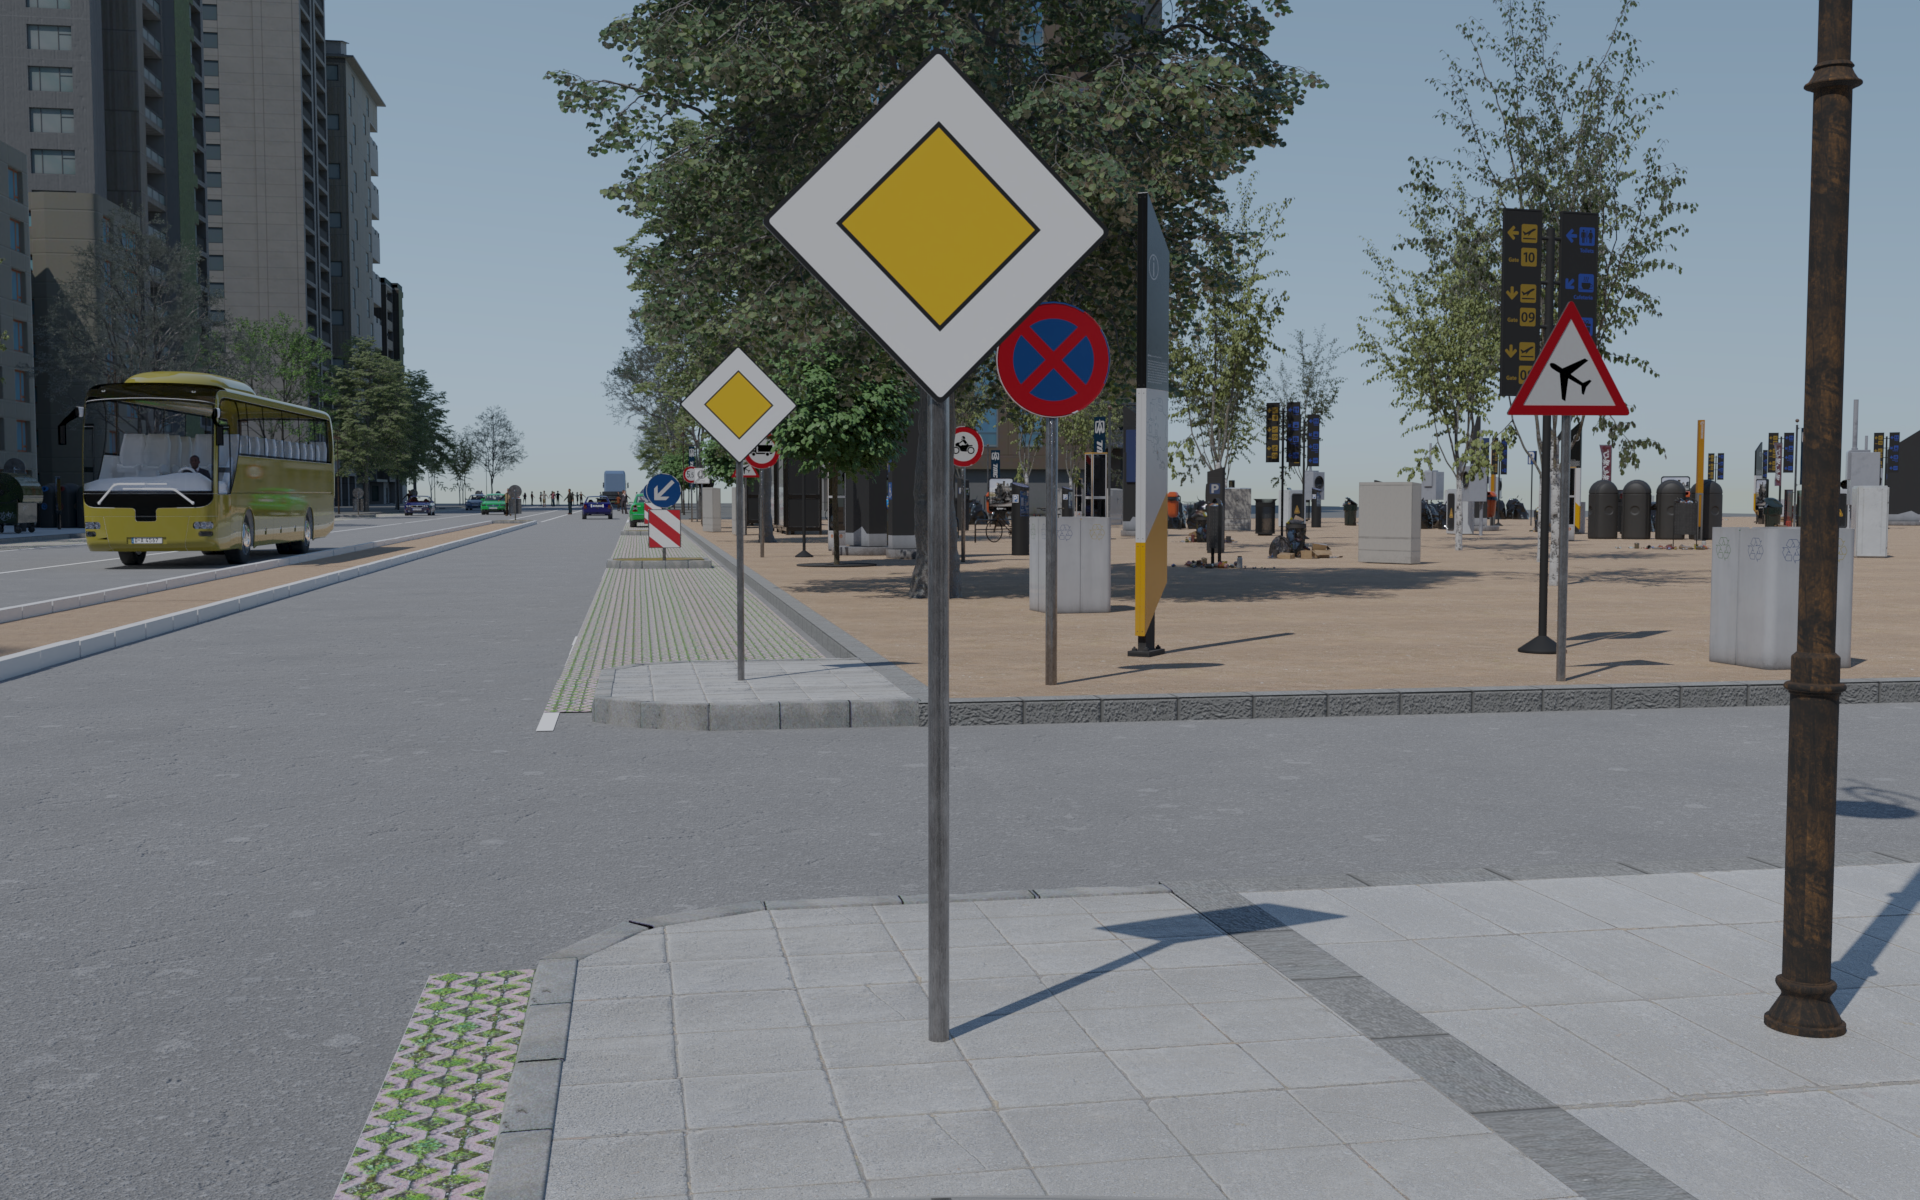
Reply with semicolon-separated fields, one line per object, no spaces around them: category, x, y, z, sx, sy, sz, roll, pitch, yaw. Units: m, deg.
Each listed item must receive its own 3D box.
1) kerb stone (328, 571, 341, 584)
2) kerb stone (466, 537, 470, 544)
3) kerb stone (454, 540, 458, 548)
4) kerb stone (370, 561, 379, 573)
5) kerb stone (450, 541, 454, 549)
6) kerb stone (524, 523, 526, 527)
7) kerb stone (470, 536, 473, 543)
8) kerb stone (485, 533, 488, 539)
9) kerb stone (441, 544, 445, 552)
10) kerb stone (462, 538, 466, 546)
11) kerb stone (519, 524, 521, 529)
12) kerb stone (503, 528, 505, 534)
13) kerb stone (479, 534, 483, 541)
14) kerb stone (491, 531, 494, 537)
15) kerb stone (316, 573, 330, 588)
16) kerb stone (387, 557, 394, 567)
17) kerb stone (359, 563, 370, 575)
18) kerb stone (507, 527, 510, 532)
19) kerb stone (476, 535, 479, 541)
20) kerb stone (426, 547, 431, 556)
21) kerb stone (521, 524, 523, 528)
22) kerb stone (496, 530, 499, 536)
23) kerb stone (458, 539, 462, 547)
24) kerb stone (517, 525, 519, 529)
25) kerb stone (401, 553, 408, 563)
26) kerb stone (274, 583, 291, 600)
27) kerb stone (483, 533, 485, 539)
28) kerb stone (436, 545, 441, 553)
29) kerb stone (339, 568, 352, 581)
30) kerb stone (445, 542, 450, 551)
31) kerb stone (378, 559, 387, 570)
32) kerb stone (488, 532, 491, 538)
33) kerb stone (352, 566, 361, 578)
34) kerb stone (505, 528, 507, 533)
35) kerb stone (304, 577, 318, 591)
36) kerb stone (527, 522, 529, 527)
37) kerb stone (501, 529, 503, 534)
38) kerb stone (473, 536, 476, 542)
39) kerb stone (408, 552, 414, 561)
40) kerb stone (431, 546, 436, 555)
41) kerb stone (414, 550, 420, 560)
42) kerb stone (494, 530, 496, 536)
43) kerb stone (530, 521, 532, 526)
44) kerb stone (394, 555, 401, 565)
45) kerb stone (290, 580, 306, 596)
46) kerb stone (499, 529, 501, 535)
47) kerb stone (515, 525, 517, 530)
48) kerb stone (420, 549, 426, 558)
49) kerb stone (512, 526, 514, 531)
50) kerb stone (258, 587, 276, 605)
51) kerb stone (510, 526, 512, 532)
kerb stone;-10.127;-0.343;27.805;0.120;0.150;1.000;-1;4;-10
kerb stone;-14.048;-1.635;48.961;0.120;0.150;1.000;-1;4;-10
kerb stone;-13.493;-1.453;45.946;0.120;0.150;1.000;-1;4;-10
kerb stone;-10.866;-0.586;31.834;0.120;0.150;1.000;-1;4;-10
kerb stone;-13.306;-1.391;44.940;0.120;0.150;1.000;-1;4;-10
kerb stone;-18.542;-3.115;73.142;0.120;0.150;1.000;-1;4;-10
kerb stone;-14.237;-1.699;49.971;0.120;0.150;1.000;-1;4;-10
kerb stone;-15.174;-2.007;55.009;0.120;0.150;1.000;-1;4;-10
kerb stone;-12.937;-1.268;42.922;0.120;0.150;1.000;-1;4;-10
kerb stone;-13.864;-1.572;47.956;0.120;0.150;1.000;-1;4;-10
kerb stone;-17.980;-2.929;70.115;0.120;0.150;1.000;-1;4;-10
kerb stone;-16.478;-2.438;62.051;0.120;0.150;1.000;-1;4;-10
kerb stone;-14.795;-1.884;52.994;0.120;0.150;1.000;-1;4;-10
kerb stone;-15.543;-2.130;57.020;0.120;0.150;1.000;-1;4;-10
kerb stone;-9.937;-0.279;26.792;0.120;0.150;1.000;-1;4;-10
kerb stone;-11.242;-0.712;33.843;0.120;0.150;1.000;-1;4;-10
kerb stone;-10.681;-0.528;30.827;0.120;0.150;1.000;-1;4;-10
kerb stone;-16.854;-2.561;64.065;0.120;0.150;1.000;-1;4;-10
kerb stone;-14.609;-1.822;51.989;0.120;0.150;1.000;-1;4;-10
kerb stone;-12.362;-1.082;39.891;0.120;0.150;1.000;-1;4;-10
kerb stone;-18.161;-2.992;71.121;0.120;0.150;1.000;-1;4;-10
kerb stone;-15.915;-2.253;59.035;0.120;0.150;1.000;-1;4;-10
kerb stone;-13.681;-1.514;46.950;0.120;0.150;1.000;-1;4;-10
kerb stone;-17.790;-2.869;69.107;0.120;0.150;1.000;-1;4;-10
kerb stone;-11.621;-0.836;35.867;0.120;0.150;1.000;-1;4;-10
kerb stone;-9.371;-0.096;23.760;0.120;0.150;1.000;-1;4;-10
kerb stone;-14.988;-1.946;54.004;0.120;0.150;1.000;-1;4;-10
kerb stone;-12.740;-1.201;41.916;0.120;0.150;1.000;-1;4;-10
kerb stone;-10.306;-0.404;28.811;0.120;0.150;1.000;-1;4;-10
kerb stone;-13.115;-1.329;43.931;0.120;0.150;1.000;-1;4;-10
kerb stone;-11.056;-0.651;32.838;0.120;0.150;1.000;-1;4;-10
kerb stone;-15.363;-2.068;56.014;0.120;0.150;1.000;-1;4;-10
kerb stone;-10.500;-0.462;29.819;0.120;0.150;1.000;-1;4;-10
kerb stone;-16.673;-2.499;63.059;0.120;0.150;1.000;-1;4;-10
kerb stone;-9.745;-0.219;25.775;0.120;0.150;1.000;-1;4;-10
kerb stone;-18.912;-3.239;75.154;0.120;0.150;1.000;-1;4;-10
kerb stone;-16.305;-2.376;61.042;0.120;0.150;1.000;-1;4;-10
kerb stone;-14.428;-1.760;50.983;0.120;0.150;1.000;-1;4;-10
kerb stone;-11.804;-0.898;36.875;0.120;0.150;1.000;-1;4;-10
kerb stone;-12.552;-1.141;40.900;0.120;0.150;1.000;-1;4;-10
kerb stone;-11.997;-0.959;37.879;0.120;0.150;1.000;-1;4;-10
kerb stone;-15.726;-2.192;58.031;0.120;0.150;1.000;-1;4;-10
kerb stone;-19.283;-3.362;77.173;0.120;0.150;1.000;-1;4;-10
kerb stone;-11.430;-0.769;34.854;0.120;0.150;1.000;-1;4;-10
kerb stone;-9.554;-0.157;24.771;0.120;0.150;1.000;-1;4;-10
kerb stone;-16.111;-2.315;60.038;0.120;0.150;1.000;-1;4;-10
kerb stone;-17.604;-2.807;68.097;0.120;0.150;1.000;-1;4;-10
kerb stone;-12.179;-1.021;38.885;0.120;0.150;1.000;-1;4;-10
kerb stone;-17.228;-2.681;66.081;0.120;0.150;1.000;-1;4;-10
kerb stone;-9.185;-0.034;22.753;0.120;0.150;1.000;-1;4;-10
kerb stone;-17.041;-2.617;65.077;0.120;0.150;1.000;-1;4;-10
